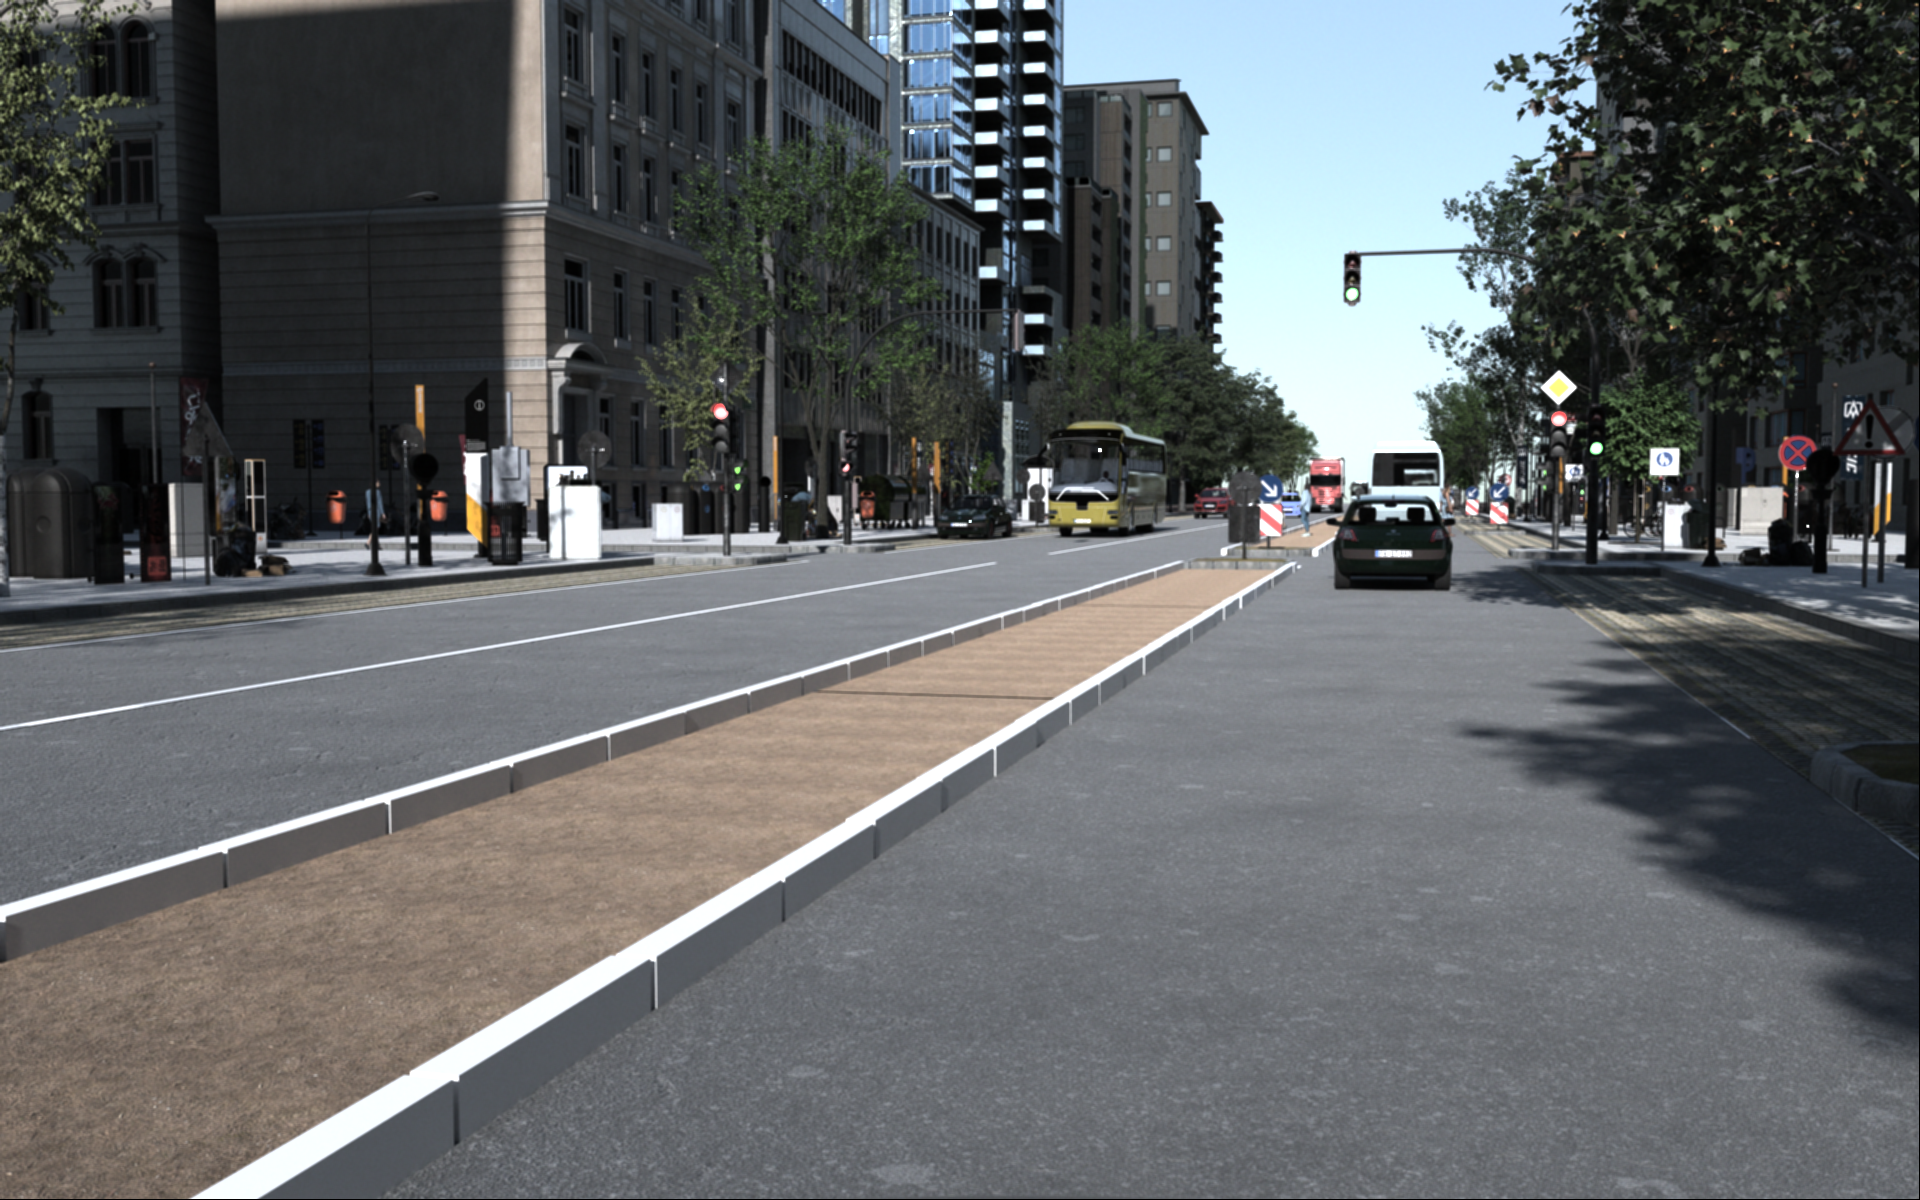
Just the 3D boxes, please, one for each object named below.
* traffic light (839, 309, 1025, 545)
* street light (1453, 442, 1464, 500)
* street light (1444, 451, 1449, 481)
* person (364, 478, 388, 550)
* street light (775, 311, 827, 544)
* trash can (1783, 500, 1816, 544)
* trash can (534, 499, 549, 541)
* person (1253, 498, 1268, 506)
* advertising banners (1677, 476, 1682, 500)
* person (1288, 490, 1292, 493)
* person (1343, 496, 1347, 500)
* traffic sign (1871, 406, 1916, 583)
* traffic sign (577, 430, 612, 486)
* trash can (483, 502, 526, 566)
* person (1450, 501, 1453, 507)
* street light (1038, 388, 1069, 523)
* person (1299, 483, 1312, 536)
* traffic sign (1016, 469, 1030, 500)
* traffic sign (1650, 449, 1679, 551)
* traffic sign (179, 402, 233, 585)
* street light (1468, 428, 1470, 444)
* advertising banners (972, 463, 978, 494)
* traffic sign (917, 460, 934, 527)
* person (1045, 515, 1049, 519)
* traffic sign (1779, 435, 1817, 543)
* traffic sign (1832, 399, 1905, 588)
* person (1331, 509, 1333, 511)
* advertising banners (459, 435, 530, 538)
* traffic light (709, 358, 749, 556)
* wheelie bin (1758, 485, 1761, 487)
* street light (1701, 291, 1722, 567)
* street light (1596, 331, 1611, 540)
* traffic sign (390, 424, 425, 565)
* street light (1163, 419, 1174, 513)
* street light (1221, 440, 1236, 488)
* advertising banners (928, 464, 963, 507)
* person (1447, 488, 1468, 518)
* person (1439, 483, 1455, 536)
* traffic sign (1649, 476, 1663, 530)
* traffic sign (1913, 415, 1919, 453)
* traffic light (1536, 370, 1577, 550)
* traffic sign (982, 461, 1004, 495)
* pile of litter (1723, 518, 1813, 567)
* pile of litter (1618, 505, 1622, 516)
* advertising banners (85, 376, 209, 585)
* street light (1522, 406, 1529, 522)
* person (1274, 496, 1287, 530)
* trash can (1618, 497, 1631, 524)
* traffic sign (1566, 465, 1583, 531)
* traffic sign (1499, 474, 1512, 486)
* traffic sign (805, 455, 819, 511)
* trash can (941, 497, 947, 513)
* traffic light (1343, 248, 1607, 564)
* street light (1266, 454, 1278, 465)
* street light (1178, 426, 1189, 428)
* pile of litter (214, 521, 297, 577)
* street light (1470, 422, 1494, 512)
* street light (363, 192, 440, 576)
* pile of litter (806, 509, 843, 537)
[{"bbox_3d":[-0.774,-4.185,43.100,4.771,5.953,1.251,1,4,14],"label":"traffic light"},{"bbox_3d":[44.735,-11.069,153.517,1.470,5.913,1.316,1,4,14],"label":"street light"},{"bbox_3d":[52.937,-13.025,185.497,1.470,5.913,1.316,1,4,14],"label":"street light"},{"bbox_3d":[-14.624,-2.120,43.188,0.581,1.822,0.654,3,5,42],"label":"person"},{"bbox_3d":[-4.052,-4.386,44.250,1.470,5.913,1.316,1,4,14],"label":"street light"},{"bbox_3d":[20.869,-1.922,43.085,0.748,1.137,0.748,0,3,0],"label":"trash can"},{"bbox_3d":[-11.260,-2.185,47.377,0.748,1.137,0.748,0,3,0],"label":"trash can"},{"bbox_3d":[12.809,-3.969,73.746,0.623,1.781,0.721,-2,4,-25],"label":"person"},{"bbox_3d":[30.620,-4.728,73.483,0.090,3.025,2.074,1,4,12],"label":"advertising banners"},{"bbox_3d":[22.460,-6.685,118.618,0.721,1.723,1.217,2,4,25],"label":"person"},{"bbox_3d":[31.074,-8.165,141.937,1.348,1.831,0.705,0,4,4],"label":"person"},{"bbox_3d":[13.349,-1.525,25.038,0.768,2.556,0.104,1,4,18],"label":"traffic sign"},{"bbox_3d":[-7.295,-2.104,34.511,0.768,2.556,0.104,1,4,17],"label":"traffic sign"},{"bbox_3d":[-8.184,-1.191,31.133,0.748,1.137,0.748,0,3,0],"label":"trash can"},{"bbox_3d":[26.484,-4.919,93.601,0.352,1.250,0.332,1,4,17],"label":"person"},{"bbox_3d":[4.066,-6.319,75.859,1.470,5.913,1.316,1,4,14],"label":"street light"},{"bbox_3d":[11.714,-3.046,58.566,0.793,1.790,0.793,0,4,0],"label":"person"},{"bbox_3d":[3.165,-5.333,87.305,0.768,2.556,0.104,1,4,22],"label":"traffic sign"},{"bbox_3d":[15.774,-2.245,38.829,0.606,2.300,0.079,1,4,23],"label":"traffic sign"},{"bbox_3d":[-10.622,-1.491,24.384,0.884,2.594,0.081,1,4,16],"label":"traffic sign"},{"bbox_3d":[36.477,-9.141,121.989,1.470,5.913,1.316,1,4,14],"label":"street light"},{"bbox_3d":[0.843,-6.091,95.771,0.090,3.025,2.074,0,4,-7],"label":"advertising banners"},{"bbox_3d":[-1.434,-4.080,66.712,0.884,2.594,0.081,1,4,20],"label":"traffic sign"},{"bbox_3d":[3.990,-3.517,71.494,0.738,1.151,1.012,-1,4,-19],"label":"person"},{"bbox_3d":[18.095,-2.285,37.472,0.768,2.556,0.104,1,4,15],"label":"traffic sign"},{"bbox_3d":[12.417,-1.450,23.709,0.884,2.594,0.081,1,4,21],"label":"traffic sign"},{"bbox_3d":[31.489,-8.416,146.042,1.348,1.831,0.705,0,4,4],"label":"person"},{"bbox_3d":[-13.570,-3.319,50.458,2.074,3.025,0.090,0,4,4],"label":"advertising banners"},{"bbox_3d":[-4.824,-2.871,35.860,0.839,4.253,0.868,1,4,14],"label":"traffic light"},{"bbox_3d":[28.740,-3.327,62.305,0.693,1.594,0.980,2,4,30],"label":"wheelie bin"},{"bbox_3d":[12.766,-3.551,30.596,1.470,5.913,1.316,1,4,14],"label":"street light"},{"bbox_3d":[17.435,-4.632,48.268,1.470,5.913,1.316,1,4,14],"label":"street light"},{"bbox_3d":[-10.034,-1.915,31.408,0.768,2.556,0.104,1,4,22],"label":"traffic sign"},{"bbox_3d":[12.355,-8.273,107.800,1.470,5.913,1.316,1,4,14],"label":"street light"},{"bbox_3d":[23.135,-10.842,149.811,1.470,5.913,1.316,1,4,14],"label":"street light"},{"bbox_3d":[-0.841,-6.240,98.218,2.074,3.025,0.090,1,4,13],"label":"advertising banners"},{"bbox_3d":[29.793,-5.836,104.134,1.509,1.804,0.699,1,4,9],"label":"person"},{"bbox_3d":[16.378,-3.048,58.429,0.778,1.811,0.616,0,4,-7],"label":"person"},{"bbox_3d":[24.847,-3.808,62.263,0.884,2.594,0.081,1,4,22],"label":"traffic sign"},{"bbox_3d":[14.333,-1.546,25.386,0.768,2.556,0.104,1,4,21],"label":"traffic sign"},{"bbox_3d":[13.556,-3.086,39.379,0.839,4.253,0.868,1,4,14],"label":"traffic light"},{"bbox_3d":[1.261,-4.096,66.975,0.884,2.594,0.081,1,4,16],"label":"traffic sign"},{"bbox_3d":[14.581,-1.052,31.161,1.719,0.858,1.176,1,4,9],"label":"pile of litter"},{"bbox_3d":[36.997,-4.990,95.548,1.176,0.858,1.719,-2,4,-29],"label":"pile of litter"},{"bbox_3d":[-11.770,-1.775,25.209,0.090,3.025,2.074,2,4,28],"label":"advertising banners"},{"bbox_3d":[25.612,-6.565,79.883,1.470,5.913,1.316,1,4,14],"label":"street light"},{"bbox_3d":[12.573,-3.633,68.244,0.624,1.780,0.694,2,4,28],"label":"person"},{"bbox_3d":[27.995,-3.774,73.363,0.748,1.137,0.748,0,3,0],"label":"trash can"},{"bbox_3d":[21.315,-3.547,60.121,0.606,2.300,0.079,1,4,19],"label":"traffic sign"},{"bbox_3d":[34.675,-6.732,110.177,0.768,2.556,0.104,1,4,22],"label":"traffic sign"},{"bbox_3d":[-4.776,-3.477,56.952,0.768,2.556,0.104,1,4,21],"label":"traffic sign"},{"bbox_3d":[-1.025,-5.199,96.665,0.748,1.137,0.748,0,3,0],"label":"trash can"},{"bbox_3d":[9.505,-3.509,32.033,4.771,5.953,1.251,1,4,14],"label":"traffic light"},{"bbox_3d":[35.732,-13.841,198.842,1.470,5.913,1.316,1,4,14],"label":"street light"},{"bbox_3d":[14.947,-8.918,118.352,1.470,5.913,1.316,1,4,14],"label":"street light"},{"bbox_3d":[-11.135,-0.828,27.501,1.176,0.858,1.719,1,4,20],"label":"pile of litter"},{"bbox_3d":[33.827,-8.515,111.767,1.470,5.913,1.316,1,4,14],"label":"street light"},{"bbox_3d":[-8.685,-3.328,26.950,1.470,5.913,1.316,1,4,14],"label":"street light"},{"bbox_3d":[-4.212,-2.338,52.195,1.176,0.858,1.719,-2,4,-29],"label":"pile of litter"}]
